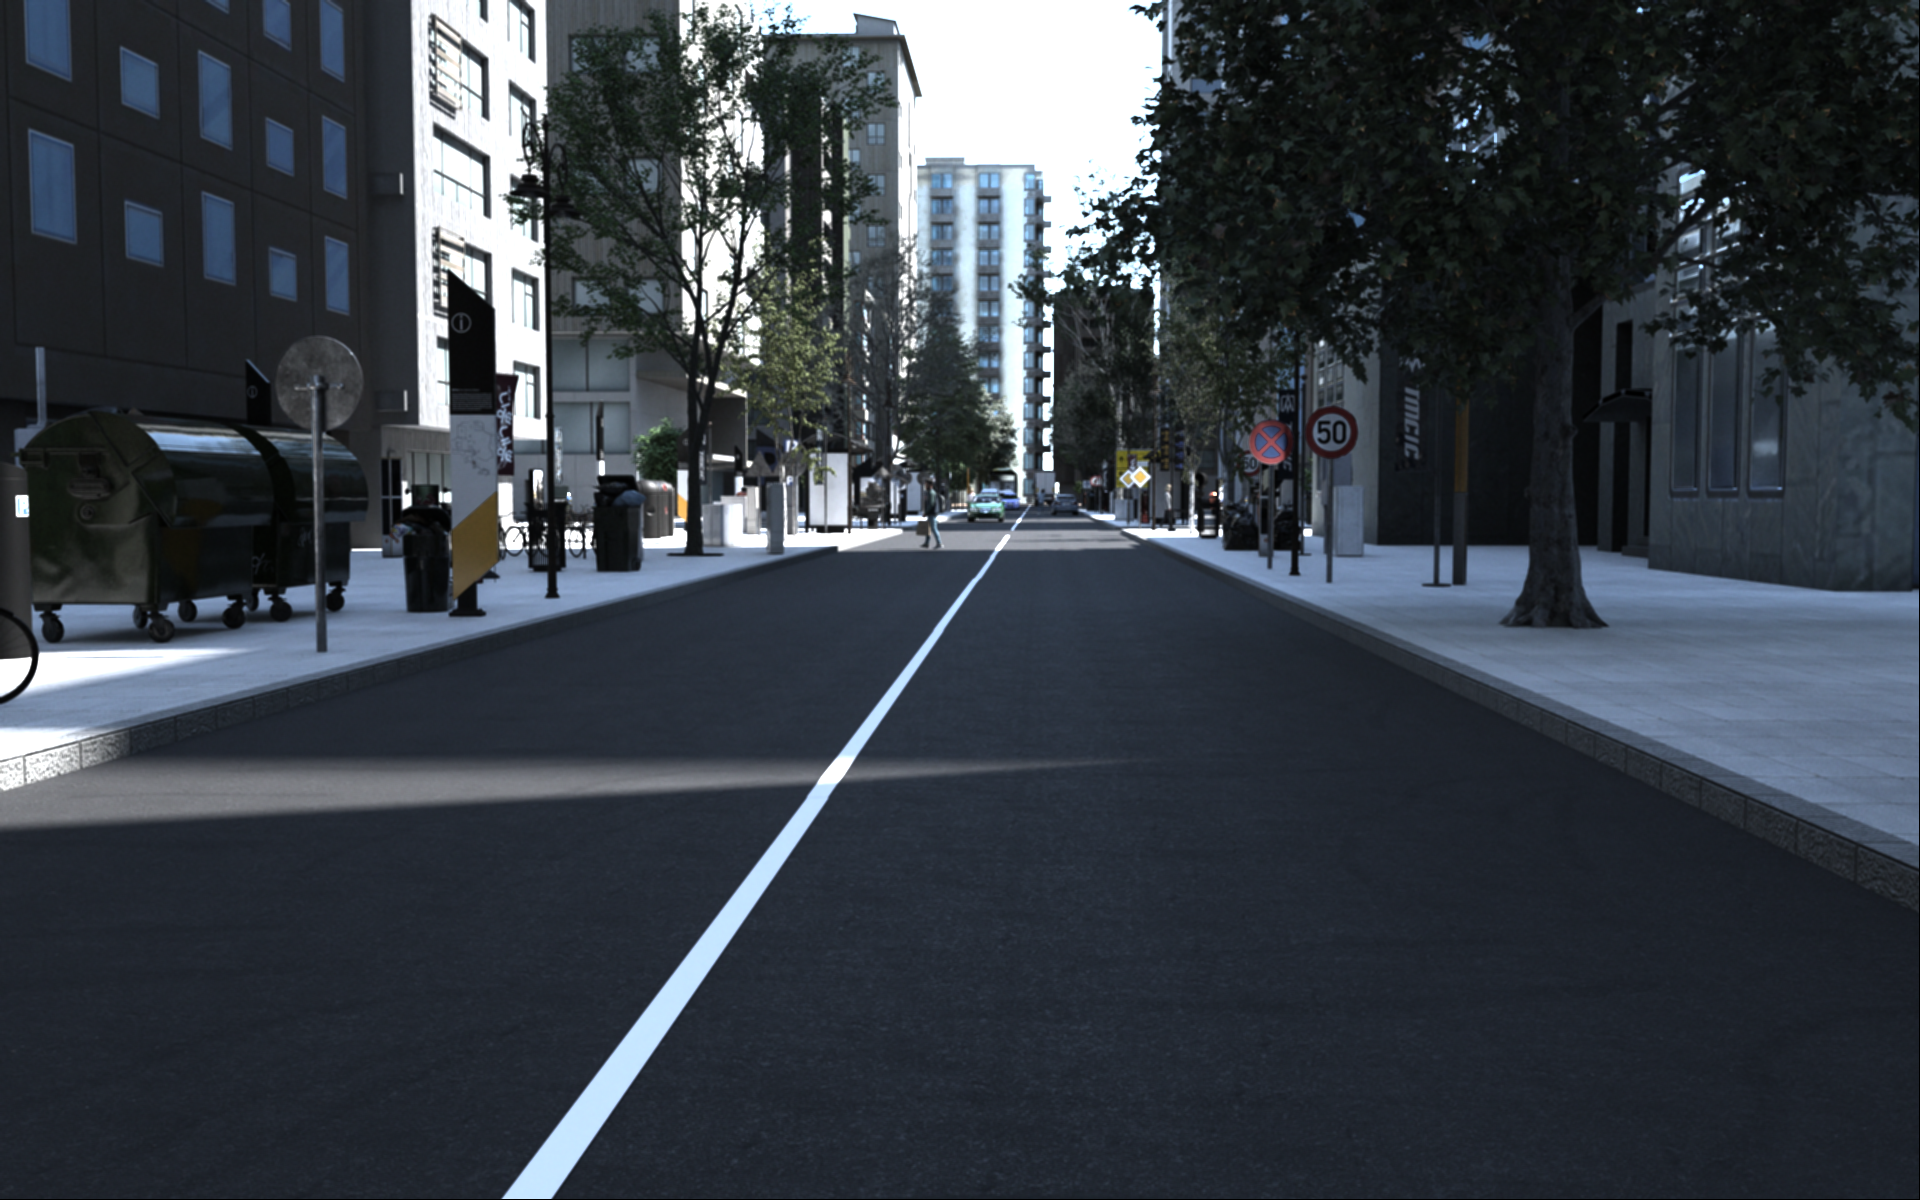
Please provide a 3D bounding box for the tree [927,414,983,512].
[{"bbox_3d":[-0.632,-10.651,124.512,4.737,8.622,4.395,0,3,0],"label":"tree"}]

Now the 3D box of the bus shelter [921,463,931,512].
[{"bbox_3d":[-2.976,-6.982,108.087,2.014,3.302,5.546,0,4,3],"label":"bus shelter"}]

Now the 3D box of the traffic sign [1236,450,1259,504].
[{"bbox_3d":[8.351,-3.055,50.052,0.768,2.556,0.104,0,4,8],"label":"traffic sign"}]

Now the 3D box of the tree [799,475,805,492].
[{"bbox_3d":[-7.844,-5.979,92.354,1.663,3.219,1.824,0,3,0],"label":"tree"}]

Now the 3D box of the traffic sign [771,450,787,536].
[{"bbox_3d":[-5.189,-3.150,51.506,0.884,2.594,0.081,1,4,12],"label":"traffic sign"}]

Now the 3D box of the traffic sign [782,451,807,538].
[{"bbox_3d":[-4.859,-3.093,50.679,0.768,2.556,0.104,0,4,4],"label":"traffic sign"}]

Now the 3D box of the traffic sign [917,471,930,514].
[{"bbox_3d":[-2.044,-5.922,96.934,0.768,2.556,0.104,0,4,7],"label":"traffic sign"}]

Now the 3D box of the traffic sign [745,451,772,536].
[{"bbox_3d":[-6.067,-3.204,52.386,0.884,2.594,0.081,0,4,7],"label":"traffic sign"}]

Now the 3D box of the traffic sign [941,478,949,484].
[{"bbox_3d":[-1.244,-8.364,136.865,0.768,2.556,0.104,1,4,9],"label":"traffic sign"}]

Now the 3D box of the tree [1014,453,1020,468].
[{"bbox_3d":[3.387,-17.325,217.667,8.767,10.594,7.601,0,4,2],"label":"tree"}]

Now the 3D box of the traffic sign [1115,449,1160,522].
[{"bbox_3d":[8.203,-5.196,78.834,2.265,3.308,0.079,0,4,4],"label":"traffic sign"}]

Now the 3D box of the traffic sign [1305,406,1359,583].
[{"bbox_3d":[5.353,-1.524,25.029,0.768,2.556,0.104,0,4,4],"label":"traffic sign"}]

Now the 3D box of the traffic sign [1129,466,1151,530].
[{"bbox_3d":[6.404,-3.546,61.620,0.795,2.450,0.064,0,4,3],"label":"traffic sign"}]

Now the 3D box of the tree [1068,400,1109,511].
[{"bbox_3d":[10.168,-10.905,128.657,4.360,8.622,3.978,0,3,0],"label":"tree"}]

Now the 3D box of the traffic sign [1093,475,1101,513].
[{"bbox_3d":[9.303,-7.061,115.456,0.884,2.594,0.081,1,4,12],"label":"traffic sign"}]

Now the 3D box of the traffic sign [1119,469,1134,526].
[{"bbox_3d":[6.766,-4.034,69.597,0.795,2.450,0.064,0,4,3],"label":"traffic sign"}]

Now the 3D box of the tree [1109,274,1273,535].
[{"bbox_3d":[7.552,-6.380,54.668,4.360,8.622,3.978,0,3,0],"label":"tree"}]

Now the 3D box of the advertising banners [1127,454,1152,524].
[{"bbox_3d":[8.095,-4.843,75.365,2.074,3.025,0.090,3,5,43],"label":"advertising banners"}]

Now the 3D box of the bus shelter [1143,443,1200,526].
[{"bbox_3d":[8.685,-4.731,71.275,2.014,3.302,5.546,0,4,3],"label":"bus shelter"}]

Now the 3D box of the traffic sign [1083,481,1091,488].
[{"bbox_3d":[9.633,-7.906,131.393,0.606,2.300,0.079,0,4,7],"label":"traffic sign"}]

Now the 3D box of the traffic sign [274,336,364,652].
[{"bbox_3d":[-5.188,-0.850,14.004,0.768,2.556,0.104,0,4,8],"label":"traffic sign"}]

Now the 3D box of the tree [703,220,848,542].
[{"bbox_3d":[-4.800,-5.865,46.249,4.737,8.622,4.395,0,3,0],"label":"tree"}]

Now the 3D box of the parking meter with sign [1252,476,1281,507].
[{"bbox_3d":[13.033,-4.818,75.038,1.738,3.016,0.543,1,4,18],"label":"parking meter with sign"}]

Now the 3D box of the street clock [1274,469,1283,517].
[{"bbox_3d":[9.277,-2.845,51.094,0.471,2.002,0.358,-1,4,-15],"label":"street clock"}]

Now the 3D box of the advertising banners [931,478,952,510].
[{"bbox_3d":[-1.489,-8.851,140.908,2.074,3.025,0.090,2,4,28],"label":"advertising banners"}]

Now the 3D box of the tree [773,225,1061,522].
[{"bbox_3d":[-3.277,-10.280,78.448,12.009,13.543,11.850,0,3,0],"label":"tree"}]

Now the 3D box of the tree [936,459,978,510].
[{"bbox_3d":[-0.084,-10.232,151.009,4.285,4.588,4.351,0,3,0],"label":"tree"}]

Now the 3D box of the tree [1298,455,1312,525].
[{"bbox_3d":[14.983,-4.727,71.883,1.663,3.219,1.824,0,3,0],"label":"tree"}]

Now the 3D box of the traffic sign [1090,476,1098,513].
[{"bbox_3d":[9.321,-7.272,119.007,0.768,2.556,0.104,0,4,4],"label":"traffic sign"}]

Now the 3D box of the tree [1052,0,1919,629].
[{"bbox_3d":[5.685,-6.092,16.608,9.611,12.733,9.660,0,3,0],"label":"tree"}]

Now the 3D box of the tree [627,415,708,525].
[{"bbox_3d":[-12.287,-5.420,72.326,4.285,4.588,4.351,0,3,0],"label":"tree"}]

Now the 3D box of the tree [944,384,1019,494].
[{"bbox_3d":[2.295,-17.512,192.974,9.857,13.997,8.962,0,3,0],"label":"tree"}]

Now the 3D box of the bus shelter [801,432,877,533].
[{"bbox_3d":[-4.197,-3.986,59.092,2.014,3.302,5.546,0,4,3],"label":"bus shelter"}]

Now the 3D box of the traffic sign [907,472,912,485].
[{"bbox_3d":[-3.037,-5.881,96.262,0.768,2.556,0.104,0,4,4],"label":"traffic sign"}]

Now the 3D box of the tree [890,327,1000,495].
[{"bbox_3d":[-1.208,-12.105,116.046,7.486,12.596,7.792,0,3,0],"label":"tree"}]

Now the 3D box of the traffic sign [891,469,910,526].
[{"bbox_3d":[-2.418,-4.061,70.032,0.795,2.450,0.064,0,4,3],"label":"traffic sign"}]

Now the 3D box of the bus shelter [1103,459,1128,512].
[{"bbox_3d":[10.785,-7.860,119.800,1.731,3.624,6.357,0,4,3],"label":"bus shelter"}]

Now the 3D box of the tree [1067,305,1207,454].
[{"bbox_3d":[8.755,-9.278,86.100,7.601,10.594,8.767,-2,4,-25],"label":"tree"}]

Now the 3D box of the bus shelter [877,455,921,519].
[{"bbox_3d":[-3.388,-5.974,91.598,2.014,3.302,5.546,0,4,3],"label":"bus shelter"}]

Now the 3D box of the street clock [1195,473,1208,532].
[{"bbox_3d":[8.232,-3.345,59.260,0.358,2.002,0.471,-3,5,-43],"label":"street clock"}]

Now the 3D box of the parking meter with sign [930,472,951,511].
[{"bbox_3d":[-1.622,-8.679,138.163,1.738,3.016,0.543,0,4,7],"label":"parking meter with sign"}]

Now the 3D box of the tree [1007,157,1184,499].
[{"bbox_3d":[8.049,-14.963,100.542,12.611,20.169,13.585,0,3,0],"label":"tree"}]

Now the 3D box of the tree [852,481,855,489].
[{"bbox_3d":[-7.170,-6.841,106.455,1.663,3.219,1.824,0,3,0],"label":"tree"}]

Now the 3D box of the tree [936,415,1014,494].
[{"bbox_3d":[0.728,-14.906,178.118,7.601,10.594,8.767,1,4,12],"label":"tree"}]

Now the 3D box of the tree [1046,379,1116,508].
[{"bbox_3d":[11.337,-14.077,155.918,9.928,11.665,9.643,0,3,0],"label":"tree"}]

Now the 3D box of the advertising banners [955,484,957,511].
[{"bbox_3d":[-0.299,-8.185,130.014,0.090,3.025,2.074,0,4,1],"label":"advertising banners"}]

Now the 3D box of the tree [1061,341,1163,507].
[{"bbox_3d":[11.229,-13.819,136.303,12.009,13.543,11.850,0,3,0],"label":"tree"}]

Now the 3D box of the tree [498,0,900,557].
[{"bbox_3d":[-5.357,-6.725,35.702,9.928,11.665,9.643,0,3,0],"label":"tree"}]

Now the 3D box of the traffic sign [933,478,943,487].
[{"bbox_3d":[-1.687,-7.857,128.466,0.884,2.594,0.081,1,4,11],"label":"traffic sign"}]

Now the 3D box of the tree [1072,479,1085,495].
[{"bbox_3d":[15.344,-13.875,221.450,1.663,3.219,1.824,0,3,0],"label":"tree"}]

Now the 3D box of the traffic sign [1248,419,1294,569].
[{"bbox_3d":[5.326,-1.810,29.699,0.768,2.556,0.104,1,4,9],"label":"traffic sign"}]

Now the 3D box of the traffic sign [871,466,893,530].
[{"bbox_3d":[-2.780,-3.573,62.055,0.795,2.450,0.064,0,4,3],"label":"traffic sign"}]

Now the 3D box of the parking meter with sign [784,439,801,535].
[{"bbox_3d":[-5.332,-3.558,54.430,0.543,3.016,1.738,0,4,-1],"label":"parking meter with sign"}]

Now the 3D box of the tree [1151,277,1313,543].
[{"bbox_3d":[7.169,-5.792,45.056,4.737,8.622,4.395,0,3,0],"label":"tree"}]

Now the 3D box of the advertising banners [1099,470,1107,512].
[{"bbox_3d":[10.465,-7.854,124.597,0.090,3.025,2.074,2,4,30],"label":"advertising banners"}]

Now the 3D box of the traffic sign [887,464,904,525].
[{"bbox_3d":[-2.729,-4.441,72.721,0.768,2.556,0.104,0,4,4],"label":"traffic sign"}]
